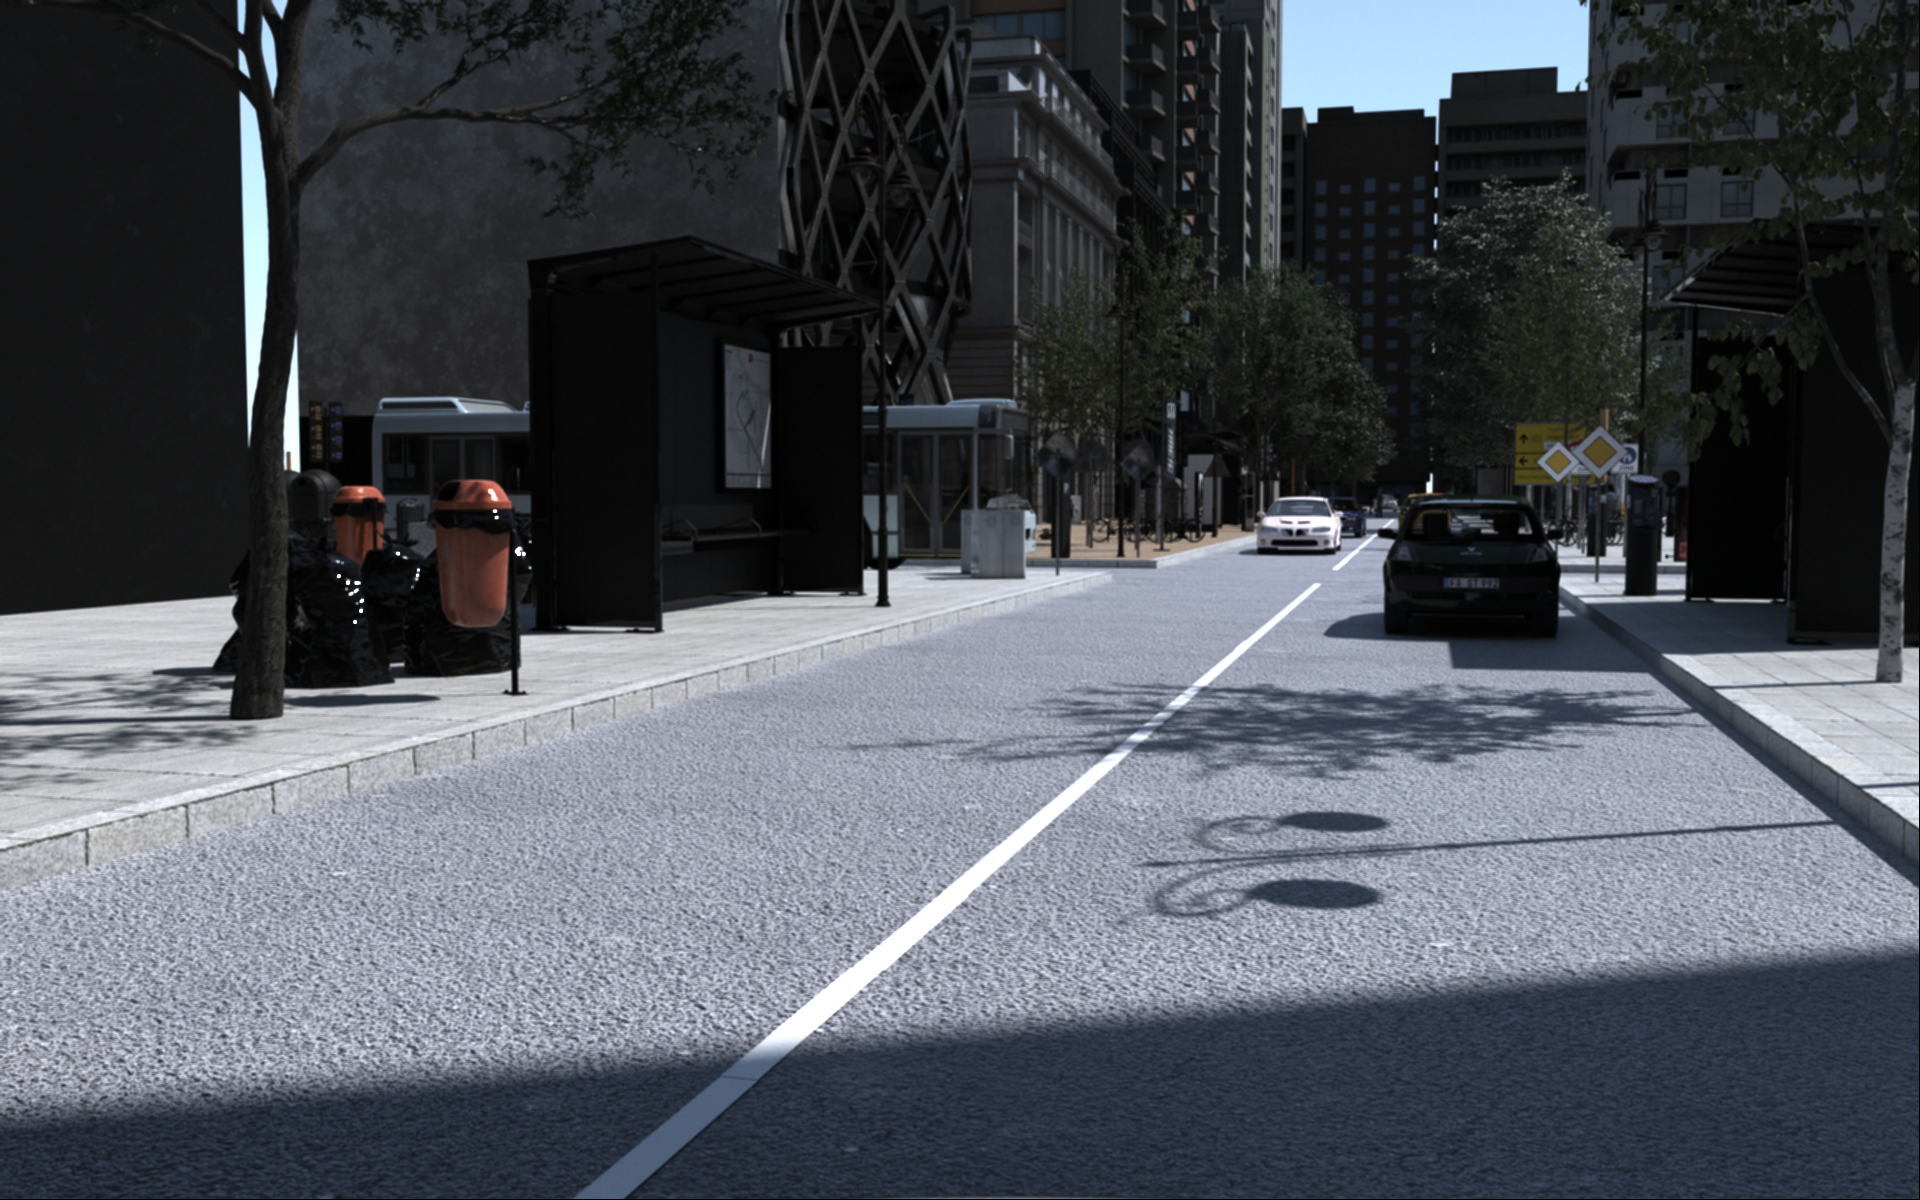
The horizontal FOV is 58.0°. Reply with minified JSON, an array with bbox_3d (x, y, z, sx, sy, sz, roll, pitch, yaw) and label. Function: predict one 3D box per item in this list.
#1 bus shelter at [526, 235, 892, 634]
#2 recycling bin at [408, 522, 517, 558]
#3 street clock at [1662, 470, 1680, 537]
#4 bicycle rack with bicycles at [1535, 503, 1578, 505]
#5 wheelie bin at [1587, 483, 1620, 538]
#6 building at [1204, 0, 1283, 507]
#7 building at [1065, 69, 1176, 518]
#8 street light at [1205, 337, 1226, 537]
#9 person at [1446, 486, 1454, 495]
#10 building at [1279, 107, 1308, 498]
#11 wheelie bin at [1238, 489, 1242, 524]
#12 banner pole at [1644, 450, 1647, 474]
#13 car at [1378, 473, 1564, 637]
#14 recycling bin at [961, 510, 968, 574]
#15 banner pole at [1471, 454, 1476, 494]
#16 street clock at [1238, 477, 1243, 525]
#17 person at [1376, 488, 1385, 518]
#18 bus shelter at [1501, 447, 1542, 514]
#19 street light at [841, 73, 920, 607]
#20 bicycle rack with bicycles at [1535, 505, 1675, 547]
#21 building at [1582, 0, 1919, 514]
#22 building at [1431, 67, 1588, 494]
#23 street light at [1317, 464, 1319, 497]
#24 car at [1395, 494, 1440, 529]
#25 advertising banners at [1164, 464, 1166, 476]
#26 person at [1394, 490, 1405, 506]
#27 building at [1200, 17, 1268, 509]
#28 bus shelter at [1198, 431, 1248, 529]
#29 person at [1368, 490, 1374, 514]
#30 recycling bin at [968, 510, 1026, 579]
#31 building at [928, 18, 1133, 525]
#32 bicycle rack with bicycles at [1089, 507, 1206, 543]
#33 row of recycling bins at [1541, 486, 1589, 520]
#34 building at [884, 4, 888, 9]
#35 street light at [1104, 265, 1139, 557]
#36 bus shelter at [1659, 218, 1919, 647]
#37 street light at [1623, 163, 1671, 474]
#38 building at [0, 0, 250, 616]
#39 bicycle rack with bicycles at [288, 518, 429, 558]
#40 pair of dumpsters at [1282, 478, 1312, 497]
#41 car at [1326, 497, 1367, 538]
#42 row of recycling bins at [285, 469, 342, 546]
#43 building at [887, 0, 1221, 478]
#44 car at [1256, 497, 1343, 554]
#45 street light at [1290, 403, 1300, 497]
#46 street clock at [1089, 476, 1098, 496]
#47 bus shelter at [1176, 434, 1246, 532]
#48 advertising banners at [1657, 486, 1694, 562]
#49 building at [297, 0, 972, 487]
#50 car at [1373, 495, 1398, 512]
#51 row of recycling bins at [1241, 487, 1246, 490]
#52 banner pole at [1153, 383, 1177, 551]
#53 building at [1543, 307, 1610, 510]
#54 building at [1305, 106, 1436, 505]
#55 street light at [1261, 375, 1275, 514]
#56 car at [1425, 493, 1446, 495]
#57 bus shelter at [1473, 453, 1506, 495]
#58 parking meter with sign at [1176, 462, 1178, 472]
[{"bbox_3d":[-2.481,-1.694,18.983,1.731,3.624,6.357,1,4,15],"label":"bus shelter"},{"bbox_3d":[-4.416,-0.176,15.427,0.722,1.027,0.722,1,4,11],"label":"recycling bin"},{"bbox_3d":[21.282,-2.893,51.873,0.471,2.002,0.358,0,4,3],"label":"street clock"},{"bbox_3d":[21.711,-2.940,61.451,2.852,0.926,2.925,-3,5,-44],"label":"bicycle rack with bicycles"},{"bbox_3d":[18.951,-2.640,51.065,0.980,1.594,0.693,3,5,44],"label":"wheelie bin"},{"bbox_3d":[19.823,-44.547,166.599,20.611,71.187,20.563,1,4,15],"label":"building"},{"bbox_3d":[5.133,-16.499,99.442,12.332,23.373,15.834,1,4,15],"label":"building"},{"bbox_3d":[7.542,-4.798,51.234,0.468,5.910,1.993,1,4,15],"label":"street light"},{"bbox_3d":[21.229,-4.052,75.090,0.444,1.785,0.601,-1,4,-21],"label":"person"},{"bbox_3d":[31.401,-35.870,210.168,21.600,48.544,21.300,1,4,15],"label":"building"},{"bbox_3d":[11.694,-4.014,73.538,0.693,1.594,0.980,3,5,40],"label":"wheelie bin"},{"bbox_3d":[34.273,-5.940,87.136,0.863,3.779,0.401,-3,4,-36],"label":"banner pole"},{"bbox_3d":[5.568,-0.558,18.914,2.009,1.686,4.222,1,4,16],"label":"car"},{"bbox_3d":[0.499,-0.934,27.820,0.722,1.027,0.722,3,4,38],"label":"recycling bin"},{"bbox_3d":[28.630,-6.519,96.603,0.401,3.779,0.863,0,4,1],"label":"banner pole"},{"bbox_3d":[11.355,-4.064,71.022,0.471,2.002,0.358,2,4,35],"label":"street clock"},{"bbox_3d":[25.575,-5.906,105.240,0.590,1.801,0.661,1,4,21],"label":"person"},{"bbox_3d":[25.506,-6.125,77.770,2.179,5.291,8.768,1,4,15],"label":"bus shelter"},{"bbox_3d":[-0.879,-2.863,19.604,0.468,5.910,1.993,1,4,15],"label":"street light"},{"bbox_3d":[15.894,-1.835,43.389,2.925,0.926,2.852,0,4,-4],"label":"bicycle rack with bicycles"},{"bbox_3d":[59.862,-32.660,123.225,28.713,52.752,27.495,1,4,15],"label":"building"},{"bbox_3d":[66.022,-35.294,200.751,21.600,48.544,21.300,1,4,15],"label":"building"},{"bbox_3d":[20.659,-7.781,100.007,0.468,5.910,1.993,1,4,15],"label":"street light"},{"bbox_3d":[15.767,-2.966,58.721,2.015,1.641,3.980,1,4,15],"label":"car"},{"bbox_3d":[12.562,-6.331,99.704,2.074,3.025,0.090,2,4,30],"label":"advertising banners"},{"bbox_3d":[40.176,-9.164,158.858,1.217,1.766,0.721,2,4,33],"label":"person"},{"bbox_3d":[18.159,-28.306,146.401,14.154,41.232,14.086,1,4,15],"label":"building"},{"bbox_3d":[10.041,-4.659,67.461,1.731,3.624,6.357,1,4,15],"label":"bus shelter"},{"bbox_3d":[29.050,-6.898,122.113,0.721,1.723,1.217,1,4,18],"label":"person"},{"bbox_3d":[0.580,-0.851,26.474,0.722,1.027,0.722,-1,4,-11],"label":"recycling bin"},{"bbox_3d":[-0.582,-14.575,80.097,13.314,21.916,24.055,1,4,15],"label":"building"},{"bbox_3d":[5.211,-2.027,46.522,2.925,0.926,2.852,2,4,26],"label":"bicycle rack with bicycles"},{"bbox_3d":[30.018,-4.844,86.319,3.534,1.692,1.069,1,4,14],"label":"row of recycling bins"},{"bbox_3d":[-8.756,-55.508,220.229,31.000,86.520,22.319,1,4,15],"label":"building"},{"bbox_3d":[3.283,-3.816,35.176,0.468,5.910,1.993,1,4,15],"label":"street light"},{"bbox_3d":[8.383,-1.608,17.575,1.731,3.624,6.357,1,4,15],"label":"bus shelter"},{"bbox_3d":[9.699,-3.168,24.589,0.468,5.910,1.993,1,4,15],"label":"street light"},{"bbox_3d":[-18.295,-11.493,17.594,15.834,23.373,12.332,1,4,15],"label":"building"},{"bbox_3d":[-8.984,-0.748,25.615,2.852,0.926,2.925,1,4,11],"label":"bicycle rack with bicycles"},{"bbox_3d":[19.657,-6.034,101.153,1.574,2.255,4.437,1,4,15],"label":"pair of dumpsters"},{"bbox_3d":[12.690,-2.784,58.092,1.945,1.354,3.894,1,4,16],"label":"car"},{"bbox_3d":[-11.903,-1.392,29.880,3.534,1.692,1.069,2,4,34],"label":"row of recycling bins"},{"bbox_3d":[6.943,-28.839,126.136,22.147,44.769,28.867,1,4,15],"label":"building"},{"bbox_3d":[8.412,-1.858,42.740,2.083,1.381,4.827,1,4,15],"label":"car"},{"bbox_3d":[16.271,-6.801,83.985,0.468,5.910,1.993,1,4,15],"label":"street light"},{"bbox_3d":[5.381,-3.988,69.768,0.358,2.002,0.471,1,4,9],"label":"street clock"},{"bbox_3d":[8.769,-4.105,61.042,2.014,3.302,5.546,1,4,15],"label":"bus shelter"},{"bbox_3d":[13.747,-2.239,32.788,2.074,3.025,0.090,-1,4,-11],"label":"advertising banners"},{"bbox_3d":[-8.360,-11.423,54.219,16.820,18.784,16.811,1,4,15],"label":"building"},{"bbox_3d":[35.159,-8.002,143.187,2.083,1.381,4.827,1,4,13],"label":"car"},{"bbox_3d":[16.038,-5.914,103.806,1.069,1.692,3.534,-3,5,-41],"label":"row of recycling bins"},{"bbox_3d":[4.707,-3.013,39.286,0.401,3.779,0.863,3,4,36],"label":"banner pole"},{"bbox_3d":[66.367,-18.748,151.575,27.650,21.520,28.899,1,4,15],"label":"building"},{"bbox_3d":[47.968,-33.792,202.617,14.200,45.320,14.600,1,4,15],"label":"building"},{"bbox_3d":[11.935,-5.778,67.255,0.468,5.910,1.993,1,4,15],"label":"street light"},{"bbox_3d":[24.607,-4.944,89.870,2.155,1.783,4.494,1,4,15],"label":"car"},{"bbox_3d":[26.878,-5.707,87.241,2.014,3.302,5.546,1,4,15],"label":"bus shelter"},{"bbox_3d":[12.243,-5.976,93.969,0.543,3.016,1.738,2,4,25],"label":"parking meter with sign"}]
